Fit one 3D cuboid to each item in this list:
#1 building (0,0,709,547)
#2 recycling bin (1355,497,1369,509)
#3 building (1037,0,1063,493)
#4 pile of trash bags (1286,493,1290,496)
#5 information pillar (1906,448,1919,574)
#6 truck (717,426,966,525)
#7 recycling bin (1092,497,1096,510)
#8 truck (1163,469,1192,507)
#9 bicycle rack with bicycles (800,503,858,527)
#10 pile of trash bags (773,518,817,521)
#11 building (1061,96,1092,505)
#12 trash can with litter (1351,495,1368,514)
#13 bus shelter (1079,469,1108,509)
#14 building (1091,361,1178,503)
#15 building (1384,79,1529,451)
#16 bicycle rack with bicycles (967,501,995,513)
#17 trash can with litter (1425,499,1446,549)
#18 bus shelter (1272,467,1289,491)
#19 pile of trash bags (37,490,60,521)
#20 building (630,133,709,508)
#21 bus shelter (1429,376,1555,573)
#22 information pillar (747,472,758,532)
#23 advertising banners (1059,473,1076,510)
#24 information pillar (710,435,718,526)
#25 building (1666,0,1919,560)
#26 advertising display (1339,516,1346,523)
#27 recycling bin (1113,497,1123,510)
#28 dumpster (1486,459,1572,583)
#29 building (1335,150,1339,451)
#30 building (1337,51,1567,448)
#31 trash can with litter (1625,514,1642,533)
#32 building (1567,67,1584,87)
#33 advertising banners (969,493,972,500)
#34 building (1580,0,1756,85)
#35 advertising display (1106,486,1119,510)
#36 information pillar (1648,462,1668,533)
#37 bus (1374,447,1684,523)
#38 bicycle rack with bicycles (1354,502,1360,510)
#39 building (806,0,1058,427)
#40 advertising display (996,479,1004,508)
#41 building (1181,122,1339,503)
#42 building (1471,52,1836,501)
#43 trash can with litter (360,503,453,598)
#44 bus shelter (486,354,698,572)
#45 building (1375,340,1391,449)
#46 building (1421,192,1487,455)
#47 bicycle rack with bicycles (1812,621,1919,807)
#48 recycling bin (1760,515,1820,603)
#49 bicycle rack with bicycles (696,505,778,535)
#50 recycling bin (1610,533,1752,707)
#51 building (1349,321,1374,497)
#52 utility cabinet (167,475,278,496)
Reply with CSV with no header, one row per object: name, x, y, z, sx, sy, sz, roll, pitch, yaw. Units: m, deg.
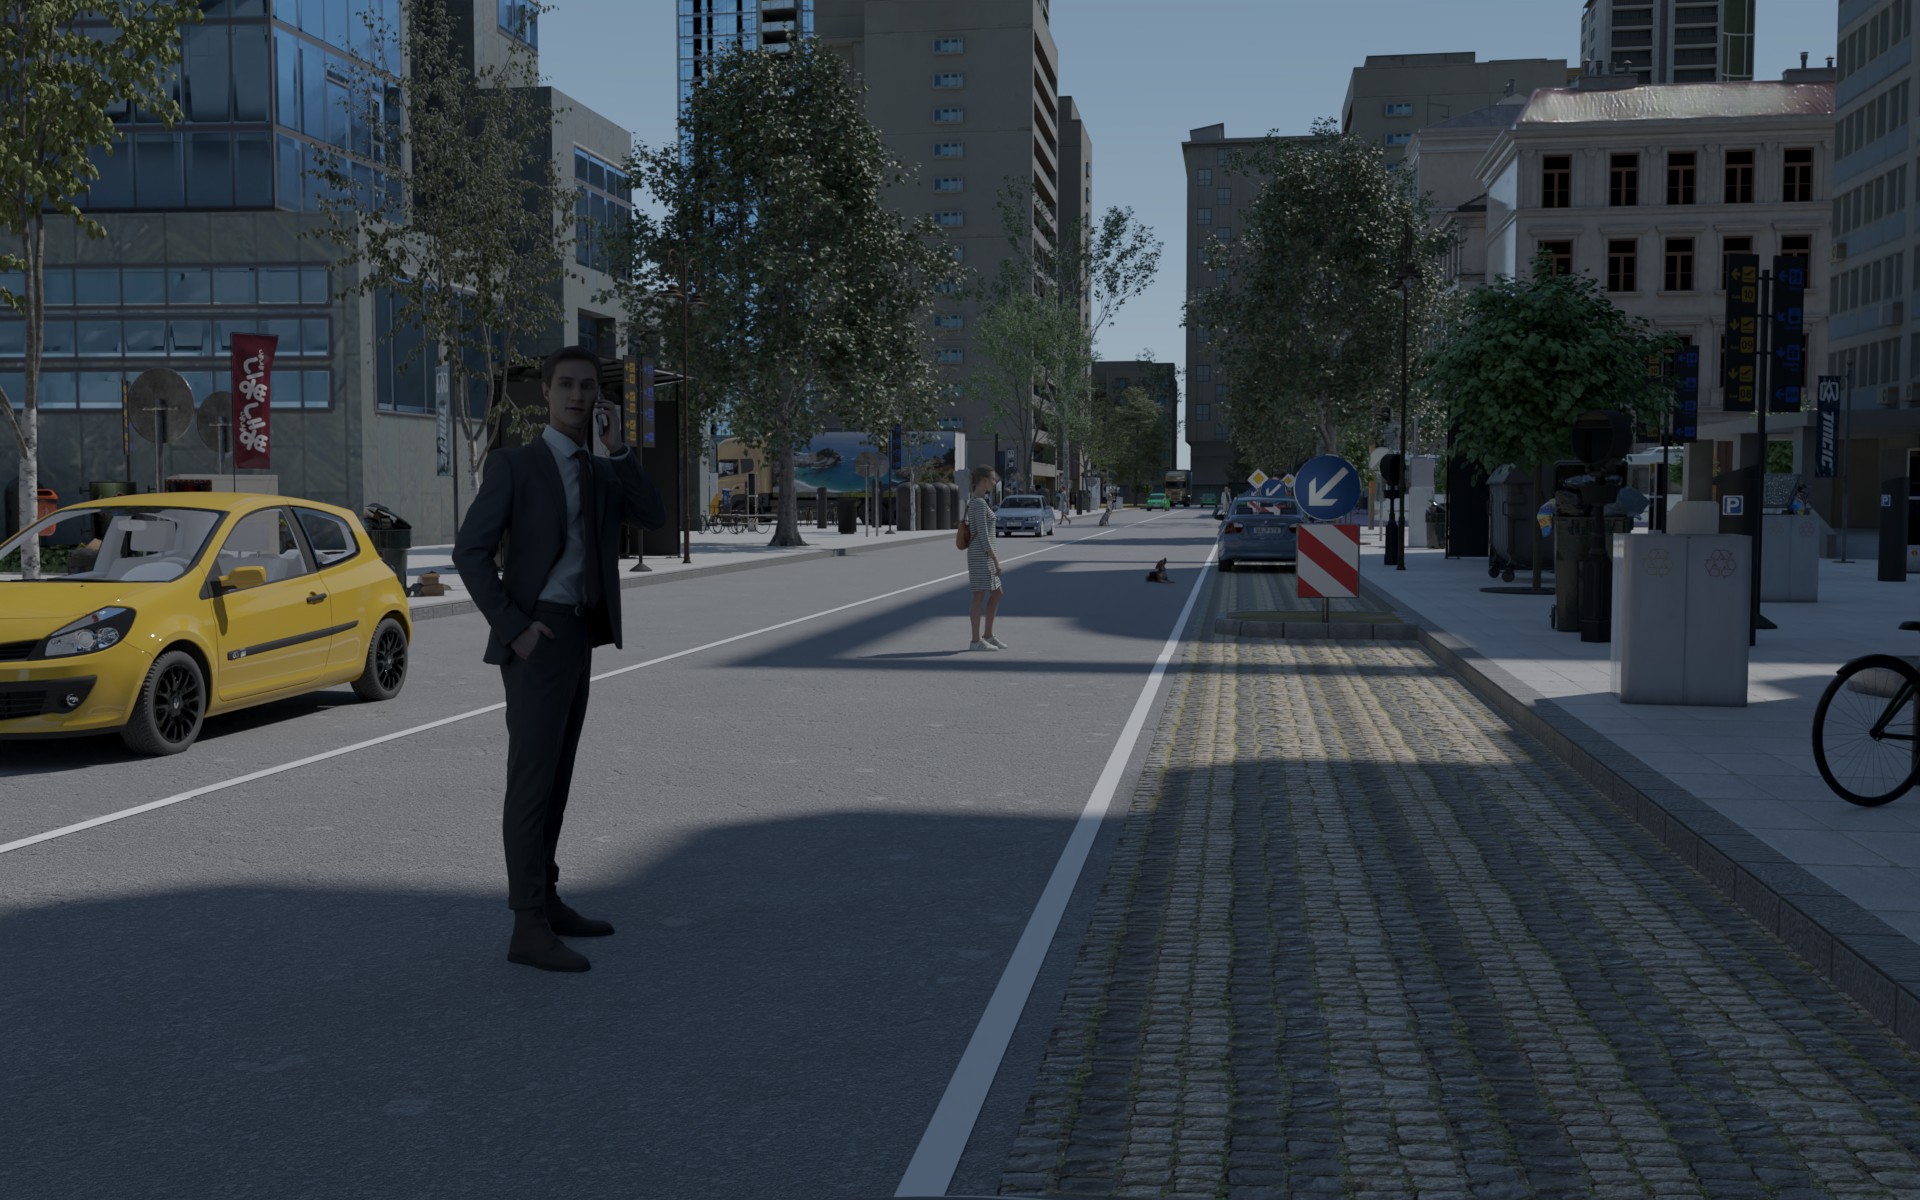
building,-25.863,-45.065,49.487,31.000,86.520,22.319,1,4,9
recycling bin,34.191,-8.223,146.992,0.722,1.027,0.722,-2,4,-25
building,0.984,-45.612,184.011,20.563,71.187,20.611,1,4,9
pile of trash bags,20.696,-6.055,108.744,1.912,1.369,3.447,0,4,6
information pillar,15.436,-1.435,27.946,0.304,2.012,0.304,2,4,32
truck,-5.490,-5.188,73.744,11.283,4.237,2.839,1,4,11
recycling bin,10.417,-7.713,138.654,0.722,1.027,0.722,-1,4,-18
truck,25.051,-12.833,198.735,2.839,4.237,11.283,1,4,11
bicycle rack with bicycles,-5.332,-3.403,69.015,2.852,0.926,2.925,0,4,-4
pile of trash bags,-7.583,-4.539,83.967,1.912,1.369,3.447,2,4,31
building,4.500,-35.828,209.481,21.600,48.544,21.300,1,4,9
trash can with litter,25.213,-6.050,109.974,2.233,1.210,1.678,1,4,23
bus shelter,11.118,-9.183,144.069,2.014,3.302,5.546,1,4,9
building,17.325,-25.235,257.635,28.899,21.520,27.650,1,4,9
building,37.225,-20.471,120.604,13.634,28.700,20.117,1,4,9
bicycle rack with bicycles,1.413,-4.738,90.847,2.925,0.926,2.852,1,4,23
trash can with litter,11.371,-1.773,40.373,1.055,1.170,0.624,1,4,18
bus shelter,25.310,-8.946,137.556,1.731,3.624,6.357,1,4,9
pile of trash bags,-19.602,-1.489,34.092,3.447,1.369,1.912,-3,5,-43
building,-21.459,-55.051,212.747,31.000,86.520,22.319,1,4,9
bus shelter,9.609,-2.434,31.084,1.731,3.624,6.357,1,4,9
information pillar,-7.055,-3.329,58.920,0.304,2.012,0.304,0,4,4
advertising banners,9.059,-9.005,143.412,2.074,3.025,0.090,-2,4,-28
information pillar,-9.753,-4.726,68.617,0.183,3.616,0.504,-3,5,-39
building,34.177,-21.131,37.372,32.217,40.220,23.993,1,4,9
advertising display,14.235,-3.680,65.374,0.123,1.923,0.974,-3,4,-36
recycling bin,12.990,-7.999,143.339,0.722,1.027,0.722,-1,4,-18
dumpster,8.553,-1.216,25.636,1.264,1.857,1.865,1,4,9
building,52.014,-34.012,206.209,14.600,45.320,14.200,1,4,9
building,52.559,-34.487,187.558,21.300,48.544,21.600,1,4,9
trash can with litter,12.169,-1.284,32.374,1.055,1.170,0.624,-2,4,-32
building,73.318,-42.959,244.374,28.212,58.520,21.231,1,4,9
advertising banners,0.136,-9.326,148.675,2.074,3.025,0.090,0,4,-2
building,97.476,-48.963,238.799,20.611,71.187,20.563,1,4,9
advertising display,12.052,-8.124,138.038,0.974,1.923,0.123,3,5,41
information pillar,16.039,-2.160,39.812,0.304,2.012,0.304,0,4,-7
bus,22.339,-4.548,69.220,13.247,3.499,2.948,1,4,10
bicycle rack with bicycles,31.514,-7.739,139.910,2.852,0.926,2.925,-3,5,-41
building,-2.486,-33.041,163.923,21.300,48.544,21.600,1,4,9
advertising display,1.760,-4.350,76.341,0.123,1.923,0.974,-1,4,-13
building,46.398,-40.570,252.559,27.495,52.752,28.713,1,4,9
building,36.505,-15.190,84.516,21.152,22.565,11.583,1,4,9
trash can with litter,-6.946,-0.626,21.625,1.055,1.170,0.624,-3,5,-43
bus shelter,-6.559,-2.467,31.619,1.731,3.624,6.357,1,4,9
building,40.184,-18.901,138.701,12.332,23.373,15.834,1,4,9
building,32.677,-14.460,101.052,10.561,19.102,19.286,1,4,9
bicycle rack with bicycles,4.896,0.401,6.829,2.925,0.926,2.852,0,4,4
recycling bin,9.806,-0.505,20.806,0.722,1.027,0.722,0,4,1
bicycle rack with bicycles,-7.292,-2.590,55.736,2.852,0.926,2.925,3,5,43
recycling bin,4.483,0.107,10.809,0.722,1.027,0.722,1,4,15
building,51.419,-19.450,163.039,27.650,21.520,28.899,1,4,9
utility cabinet,-8.557,-0.701,20.145,0.318,1.500,1.173,3,5,41
